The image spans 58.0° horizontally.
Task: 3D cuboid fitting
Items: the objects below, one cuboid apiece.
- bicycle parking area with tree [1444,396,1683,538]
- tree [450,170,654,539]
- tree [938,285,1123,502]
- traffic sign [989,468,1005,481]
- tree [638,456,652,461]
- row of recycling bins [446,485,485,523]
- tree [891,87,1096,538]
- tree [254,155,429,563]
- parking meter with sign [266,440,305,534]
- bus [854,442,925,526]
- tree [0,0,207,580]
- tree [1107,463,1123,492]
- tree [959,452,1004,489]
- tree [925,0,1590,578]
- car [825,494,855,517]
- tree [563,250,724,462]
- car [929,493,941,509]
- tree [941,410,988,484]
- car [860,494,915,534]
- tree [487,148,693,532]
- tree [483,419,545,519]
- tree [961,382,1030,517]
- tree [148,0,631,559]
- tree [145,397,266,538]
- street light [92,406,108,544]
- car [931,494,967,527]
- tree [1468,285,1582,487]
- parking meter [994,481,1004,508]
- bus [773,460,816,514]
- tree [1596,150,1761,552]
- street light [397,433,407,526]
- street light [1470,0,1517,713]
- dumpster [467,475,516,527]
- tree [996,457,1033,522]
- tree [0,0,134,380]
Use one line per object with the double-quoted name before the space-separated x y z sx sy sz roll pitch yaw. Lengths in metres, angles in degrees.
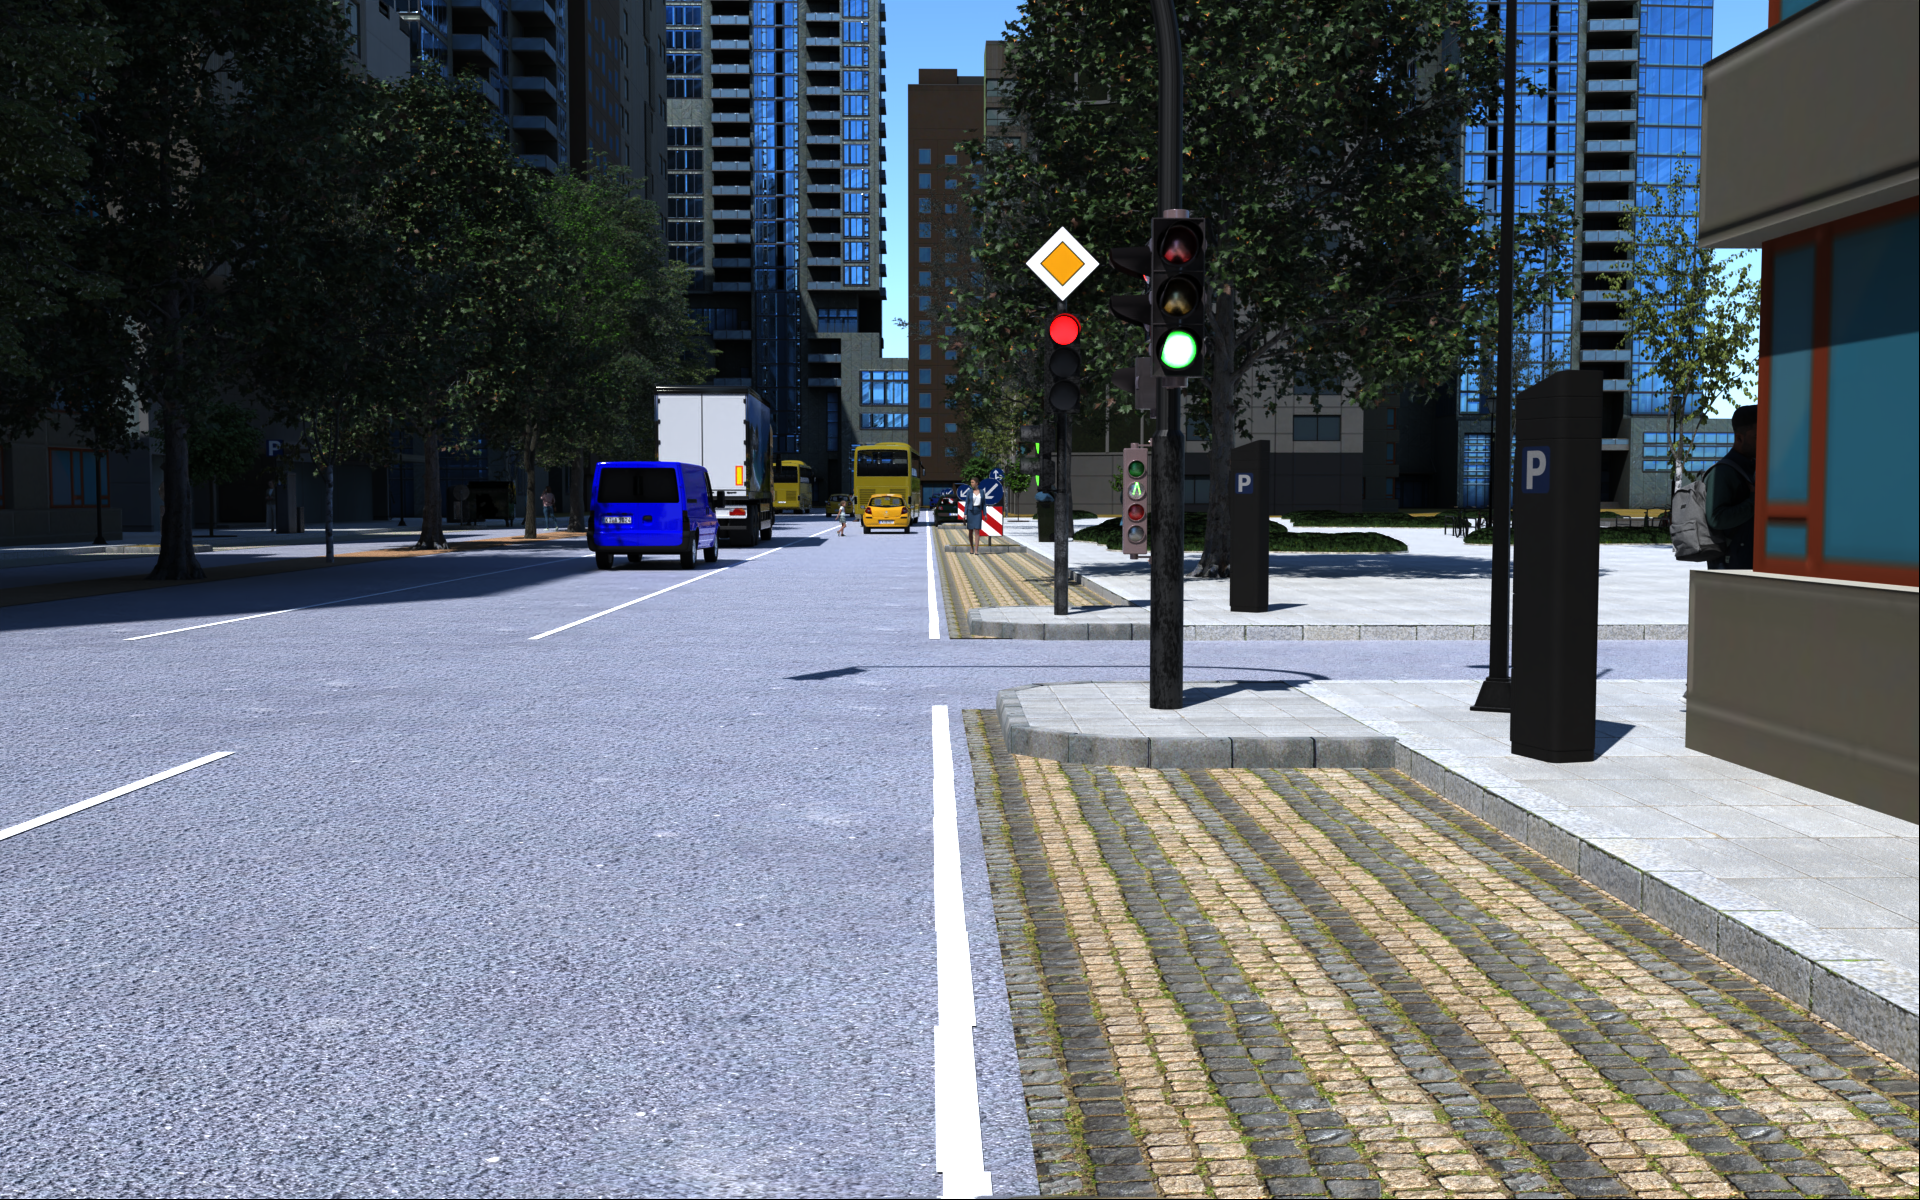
"bicycle parking area with tree" 18.446 -3.936 51.352 8.231 4.147 9.016 1 4 21
"tree" -13.599 -7.744 54.831 9.928 11.665 9.643 0 3 0
"tree" 2.672 -7.895 63.497 7.601 10.594 8.767 0 4 2
"traffic sign" 1.826 -5.188 84.932 0.768 2.556 0.104 0 4 7
"tree" -24.373 -9.185 133.888 4.285 4.588 4.351 0 3 0
"row of recycling bins" -22.495 -4.380 78.722 1.069 1.692 3.534 0 4 3
"tree" 3.091 -8.592 50.855 12.009 13.543 11.850 0 3 0
"tree" -13.132 -5.089 36.020 4.360 8.622 3.978 0 3 0
"parking meter with sign" -21.886 -3.673 56.314 0.543 3.016 1.738 0 4 2
"bus" -3.287 -5.502 81.512 2.896 3.916 12.252 0 4 1
"tree" -13.128 -6.689 28.822 9.611 12.733 9.660 0 3 0
"tree" 8.987 -6.004 92.767 1.663 3.219 1.824 0 3 0
"tree" 1.590 -8.974 130.446 4.285 4.588 4.351 0 3 0
"tree" 4.154 -6.706 26.644 9.611 12.733 9.660 0 3 0
"car" -7.459 -5.992 108.185 2.015 1.641 3.980 0 4 -1
"tree" -14.128 -9.424 74.669 7.486 12.596 7.792 0 3 0
"car" -1.993 -9.461 164.272 1.945 1.707 3.694 0 4 1
"tree" 0.569 -11.831 143.805 4.360 8.622 3.978 0 3 0
"car" -2.676 -3.266 63.627 2.015 1.641 3.980 0 4 -2
"tree" -14.420 -9.517 64.719 9.857 13.997 8.962 0 3 0
"tree" -23.426 -8.599 90.960 4.360 8.622 3.978 0 3 0
"tree" 2.358 -8.937 96.476 4.737 8.622 4.395 0 3 0
"tree" -13.665 -7.655 44.622 9.611 12.733 9.660 0 3 0
"tree" -22.463 -4.155 51.644 4.285 4.588 4.351 0 3 0
"street light" -21.434 -4.375 44.072 1.470 5.913 1.316 0 4 -1
"car" -0.263 -4.070 76.330 2.009 1.686 4.222 0 4 -2
"tree" 19.149 -6.685 59.667 4.360 8.622 3.978 0 3 0
"parking meter" 1.680 -4.272 75.554 0.399 1.863 0.255 -2 4 -32
"bus" -12.350 -8.199 125.594 2.896 3.916 12.252 0 4 0
"tree" 16.099 -5.365 38.078 4.737 8.622 4.395 0 3 0
"street light" -21.944 -5.939 69.635 1.470 5.913 1.316 0 4 -1
"street light" 2.663 -2.299 10.127 1.470 5.913 1.316 0 4 -1
"dumpster" -20.482 -4.320 75.584 1.985 2.255 1.502 0 4 -2
"tree" 2.780 -5.223 79.995 1.663 3.219 1.824 0 3 0
"tree" -13.542 -6.092 20.184 7.486 12.596 7.792 0 3 0
